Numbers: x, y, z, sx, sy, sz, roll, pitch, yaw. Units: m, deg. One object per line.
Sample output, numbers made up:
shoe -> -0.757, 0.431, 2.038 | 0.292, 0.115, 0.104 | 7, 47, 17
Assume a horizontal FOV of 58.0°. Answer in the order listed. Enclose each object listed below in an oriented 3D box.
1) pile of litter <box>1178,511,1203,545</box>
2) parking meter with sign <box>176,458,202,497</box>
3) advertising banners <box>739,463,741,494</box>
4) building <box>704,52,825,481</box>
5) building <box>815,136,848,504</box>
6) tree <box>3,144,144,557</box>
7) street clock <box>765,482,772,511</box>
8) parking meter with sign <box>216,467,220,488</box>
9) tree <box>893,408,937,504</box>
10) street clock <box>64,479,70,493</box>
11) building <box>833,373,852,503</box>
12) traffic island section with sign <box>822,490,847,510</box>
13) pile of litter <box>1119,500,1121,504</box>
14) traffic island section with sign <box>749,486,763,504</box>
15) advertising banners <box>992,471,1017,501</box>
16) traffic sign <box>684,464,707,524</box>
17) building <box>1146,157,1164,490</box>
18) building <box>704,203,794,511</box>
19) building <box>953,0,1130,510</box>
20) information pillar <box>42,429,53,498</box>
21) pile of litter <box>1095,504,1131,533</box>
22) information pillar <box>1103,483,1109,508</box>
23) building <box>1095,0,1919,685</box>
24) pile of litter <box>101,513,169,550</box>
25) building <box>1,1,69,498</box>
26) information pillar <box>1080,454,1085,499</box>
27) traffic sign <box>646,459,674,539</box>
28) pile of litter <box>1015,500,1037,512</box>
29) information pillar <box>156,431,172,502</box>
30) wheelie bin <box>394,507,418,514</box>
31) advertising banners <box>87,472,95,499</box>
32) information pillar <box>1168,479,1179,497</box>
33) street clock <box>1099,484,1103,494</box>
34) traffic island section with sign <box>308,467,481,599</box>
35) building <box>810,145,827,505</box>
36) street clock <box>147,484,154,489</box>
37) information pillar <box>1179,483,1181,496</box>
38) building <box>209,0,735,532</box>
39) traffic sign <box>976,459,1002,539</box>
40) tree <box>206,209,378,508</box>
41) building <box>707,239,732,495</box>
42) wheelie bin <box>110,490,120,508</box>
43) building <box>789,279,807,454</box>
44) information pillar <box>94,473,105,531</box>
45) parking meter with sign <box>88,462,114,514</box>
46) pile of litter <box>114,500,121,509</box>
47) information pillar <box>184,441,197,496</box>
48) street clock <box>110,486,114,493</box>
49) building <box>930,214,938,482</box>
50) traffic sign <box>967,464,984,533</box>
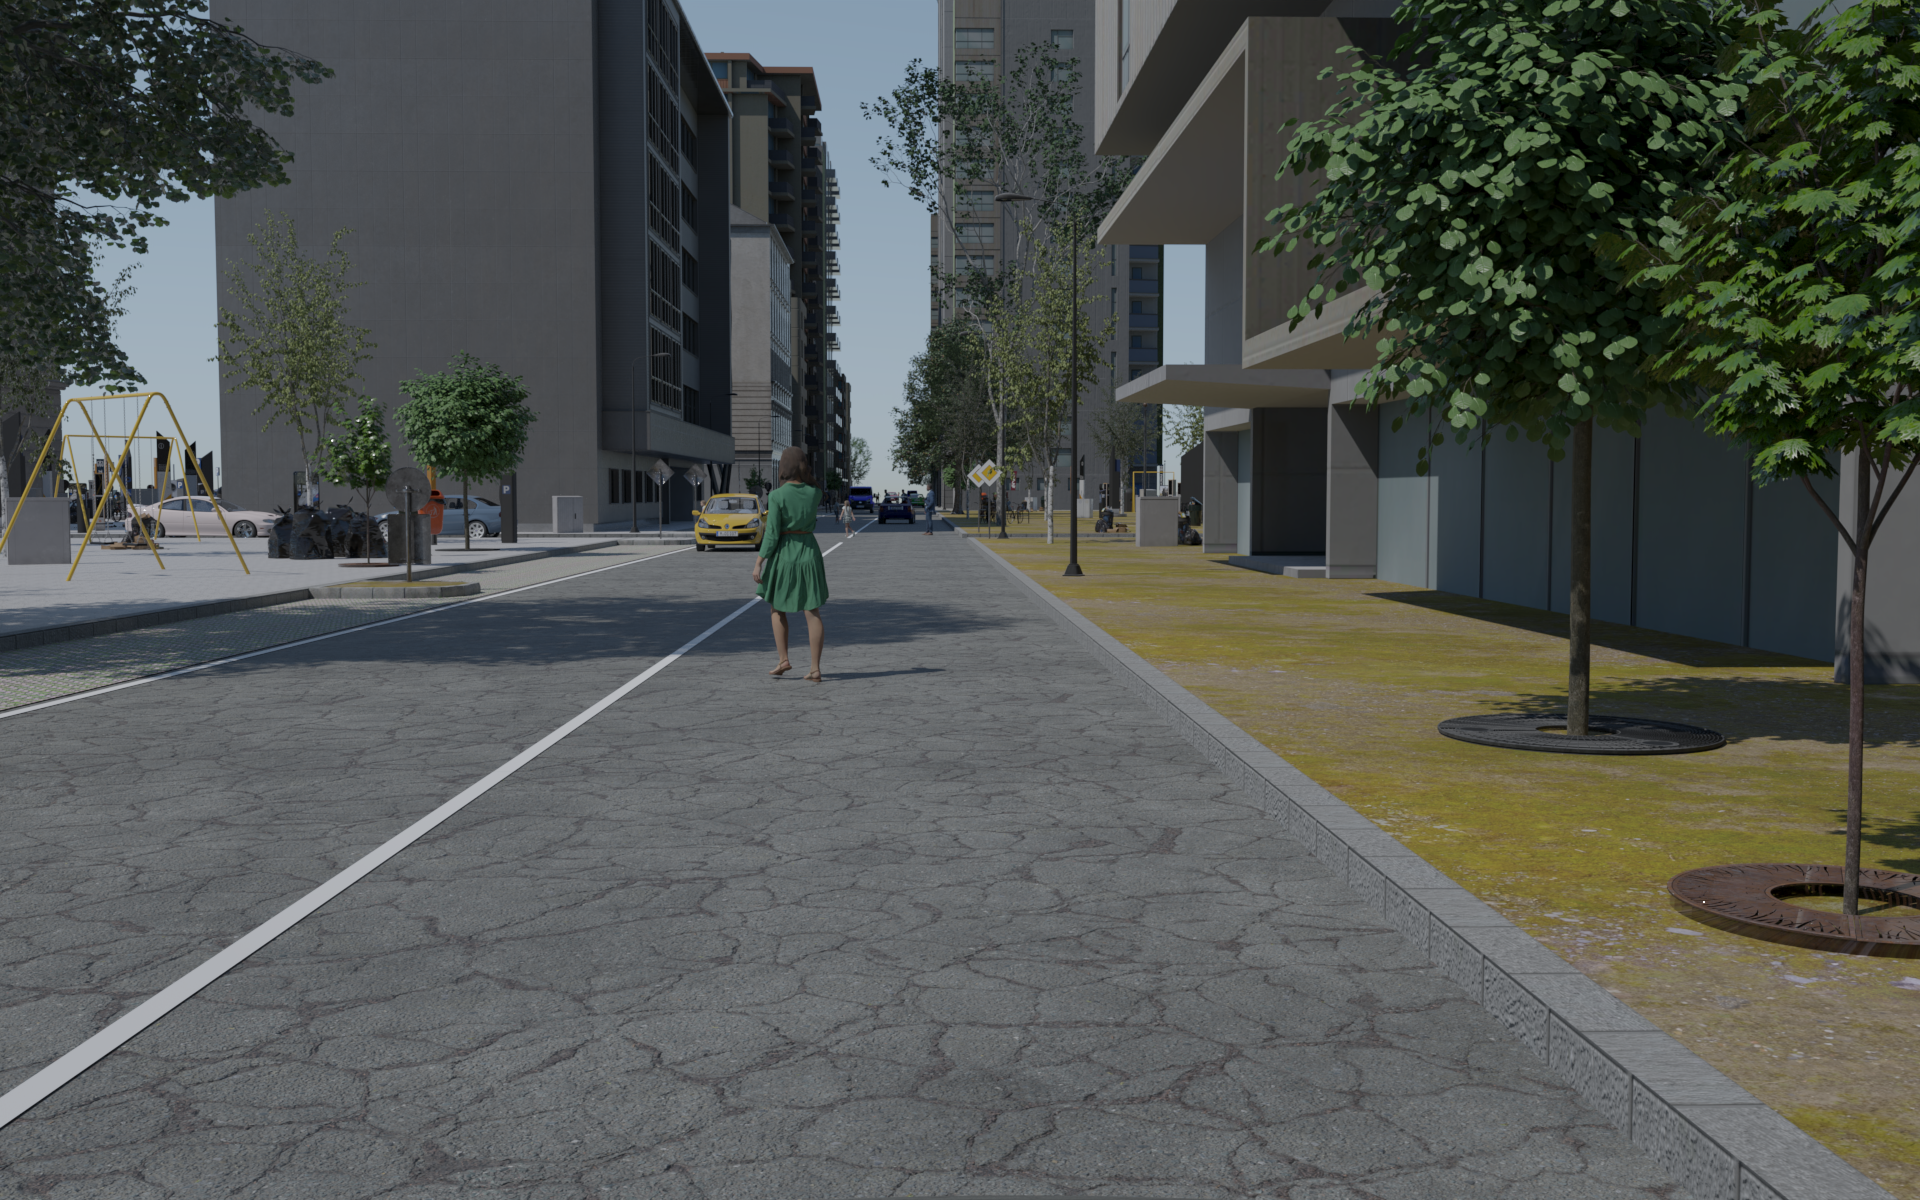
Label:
pile of litter -> 5.747, -1.824, 43.793 | 1.176, 0.858, 1.719 | -2, 4, -29
parking meter with sign -> -36.880, -5.268, 82.385 | 0.543, 3.016, 1.738 | 1, 4, 19
advertising banners -> -11.046, -5.544, 86.826 | 0.090, 3.025, 2.074 | 0, 4, -8
building -> -25.234, -31.824, 174.947 | 22.147, 44.769, 28.867 | 0, 4, -2
building -> -27.308, -37.397, 231.049 | 23.786, 49.044, 30.456 | 0, 4, -2
tree -> -19.121, -5.171, 34.914 | 4.360, 8.622, 3.978 | 0, 3, 0
street clock -> -11.812, -6.251, 106.767 | 0.358, 2.002, 0.471 | -3, 5, -44
parking meter with sign -> -48.823, -7.079, 111.999 | 1.738, 3.016, 0.543 | -3, 5, -40
tree -> -3.307, -19.012, 217.504 | 9.857, 13.997, 8.962 | 0, 3, 0
street clock -> -43.922, -4.916, 84.954 | 0.471, 2.002, 0.358 | -1, 4, -16
building -> -30.770, -25.492, 261.826 | 27.650, 21.520, 28.899 | 0, 4, -2
traffic island section with sign -> -11.506, -9.086, 157.188 | 1.989, 1.847, 2.006 | 0, 4, -2
pile of litter -> 11.868, -7.207, 131.807 | 1.176, 0.858, 1.719 | -2, 4, -24
traffic island section with sign -> -9.425, -4.388, 80.371 | 1.989, 1.847, 2.006 | 0, 4, -2
advertising banners -> 3.382, -8.254, 131.142 | 2.074, 3.025, 0.090 | 2, 4, 26
traffic sign -> -8.766, -3.289, 57.414 | 0.795, 2.450, 0.064 | 0, 4, -2
building -> 8.733, -38.110, 165.091 | 21.231, 58.520, 28.212 | 0, 4, -2
building -> -17.021, -16.576, 120.171 | 9.793, 20.994, 18.267 | 0, 4, -2
building -> 6.410, -28.151, 143.859 | 14.154, 41.232, 14.086 | 0, 4, -2
information pillar -> -32.851, -4.343, 62.363 | 0.504, 3.616, 0.183 | 2, 4, 33
pile of litter -> 5.183, -2.696, 58.047 | 1.719, 0.858, 1.176 | -3, 5, -43
information pillar -> 9.913, -6.894, 117.205 | 0.304, 2.012, 0.304 | -3, 5, -44
building -> 16.670, -26.594, 24.057 | 28.713, 52.752, 27.495 | 0, 4, -2
pile of litter -> -19.143, -1.601, 40.144 | 1.719, 0.858, 1.176 | 3, 4, 37
building -> -47.051, -16.825, 62.482 | 23.554, 28.519, 14.401 | 0, 4, -2
information pillar -> 7.202, -6.764, 101.953 | 0.183, 3.616, 0.504 | -2, 4, -24
traffic sign -> -8.550, -2.801, 49.431 | 0.795, 2.450, 0.064 | 0, 4, -2
pile of litter -> 4.801, -6.819, 125.462 | 1.719, 0.858, 1.176 | 0, 4, -6
information pillar -> -29.491, -4.453, 64.155 | 0.183, 3.616, 0.504 | 3, 5, 41
wheelie bin -> -15.441, -2.494, 48.685 | 0.980, 1.594, 0.693 | -1, 4, -19
advertising banners -> -64.798, -8.092, 128.498 | 2.074, 3.025, 0.090 | -3, 5, -44
information pillar -> 10.672, -5.057, 87.180 | 0.304, 2.012, 0.304 | 3, 5, 43
street clock -> 9.920, -7.140, 121.314 | 0.358, 2.002, 0.471 | 1, 4, 21
traffic island section with sign -> -7.904, -0.970, 24.489 | 1.989, 1.847, 2.006 | 0, 4, -2
building -> -22.698, -31.419, 197.292 | 14.154, 41.232, 14.086 | 0, 4, -2
street clock -> -60.952, -7.700, 130.464 | 0.358, 2.002, 0.471 | 3, 5, 41
information pillar -> 13.997, -6.452, 109.989 | 0.304, 2.012, 0.304 | 3, 4, 38
building -> -18.069, -15.489, 72.309 | 14.314, 24.678, 30.058 | 0, 4, -2
traffic sign -> 0.842, -2.815, 49.665 | 0.795, 2.450, 0.064 | 0, 4, -2
tree -> -16.921, -5.765, 44.613 | 4.737, 8.622, 4.395 | 0, 3, 0
building -> -21.334, -14.011, 96.540 | 16.820, 18.784, 16.811 | 0, 4, -2
wheelie bin -> -61.715, -7.256, 126.551 | 0.980, 1.594, 0.693 | 3, 5, 39
building -> -27.695, -18.445, 146.615 | 27.650, 21.520, 28.899 | 0, 4, -2
information pillar -> -30.062, -3.426, 60.502 | 0.304, 2.012, 0.304 | -2, 4, -27
parking meter with sign -> -46.737, -5.961, 93.731 | 1.738, 3.016, 0.543 | 0, 4, -7
pile of litter -> -58.416, -6.464, 119.656 | 1.176, 0.858, 1.719 | 0, 4, -6
information pillar -> -33.720, -5.177, 75.997 | 0.504, 3.616, 0.183 | 0, 4, -7
street clock -> -64.496, -7.764, 131.507 | 0.358, 2.002, 0.471 | 1, 4, 16
building -> 2.673, -34.900, 254.202 | 14.154, 41.232, 14.086 | 0, 4, -2
traffic sign -> 0.625, -3.303, 57.647 | 0.795, 2.450, 0.064 | 0, 4, -2
